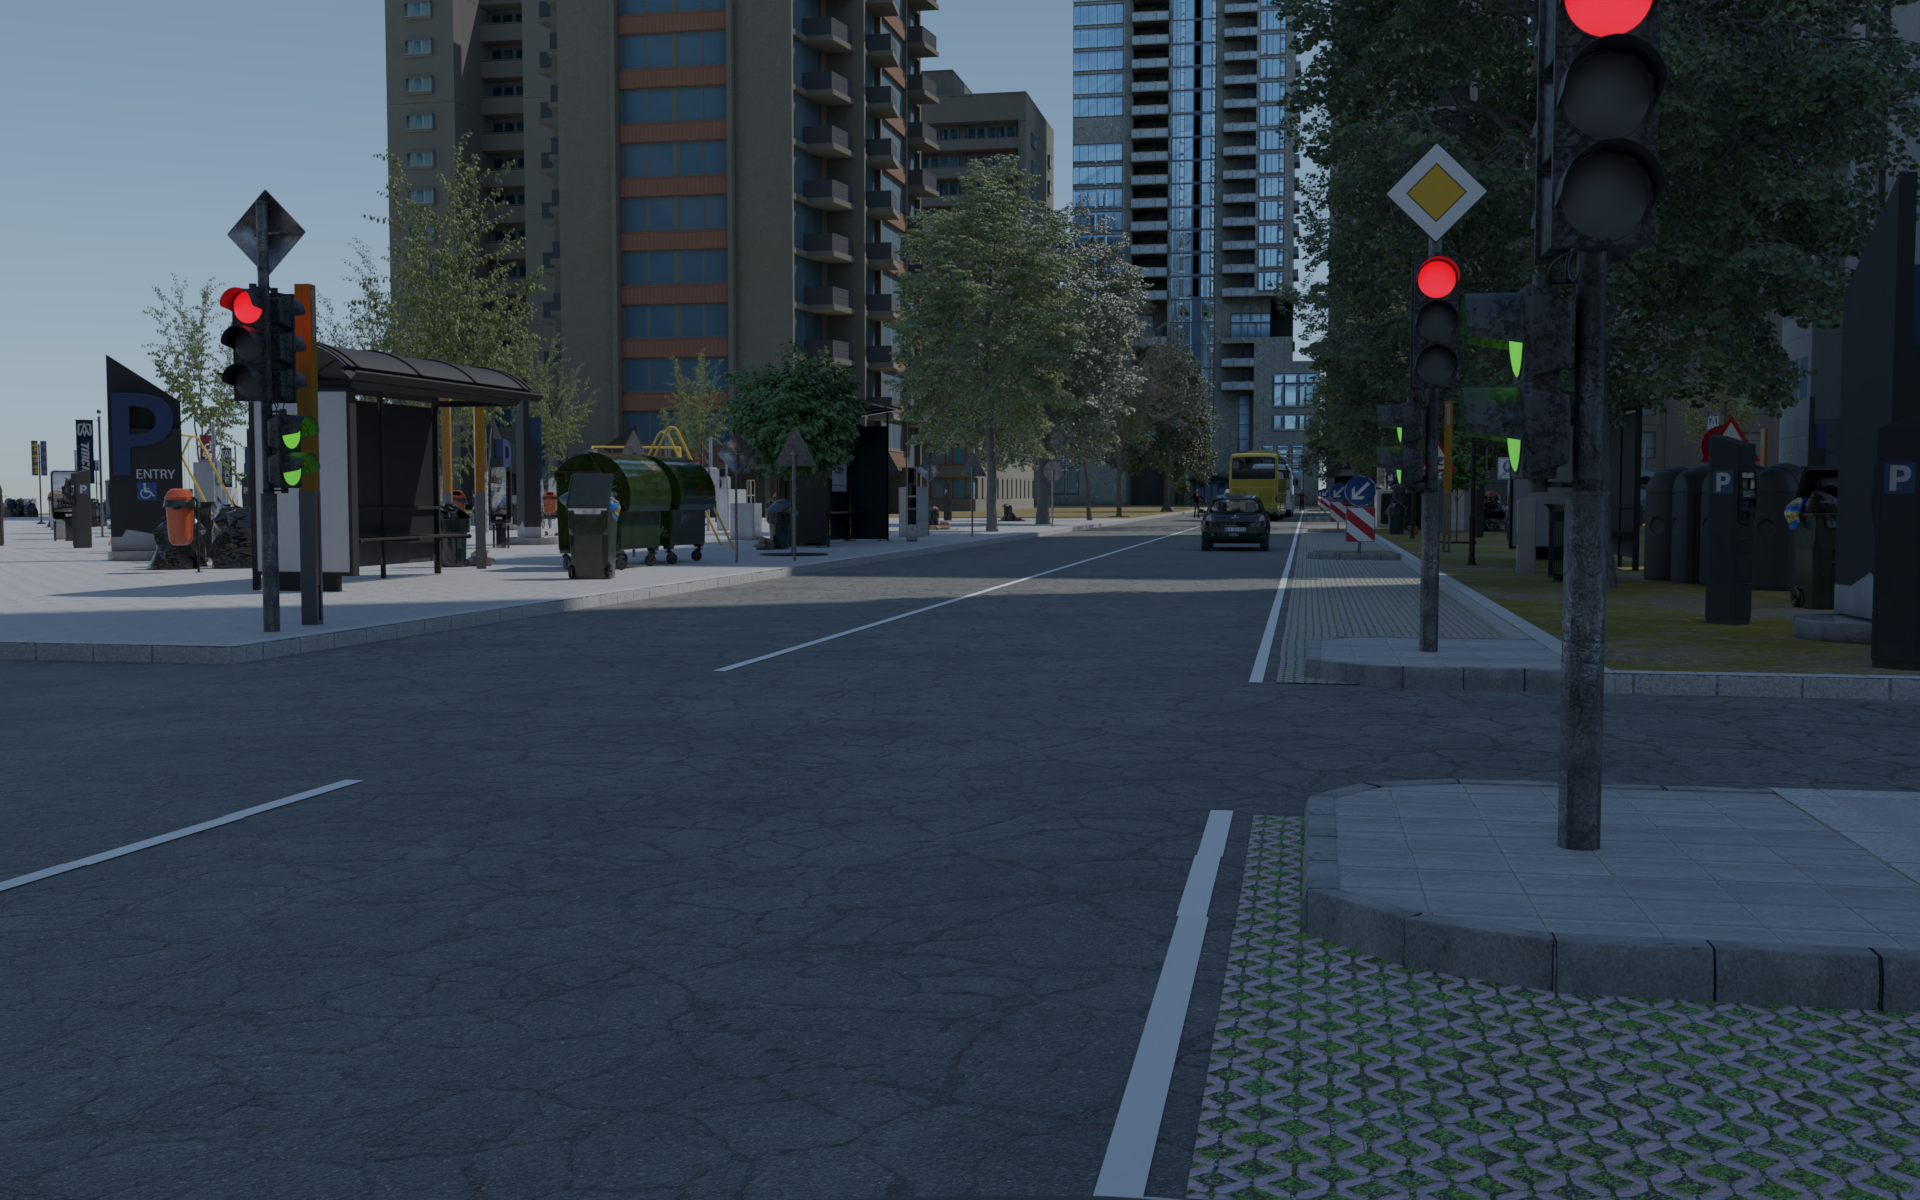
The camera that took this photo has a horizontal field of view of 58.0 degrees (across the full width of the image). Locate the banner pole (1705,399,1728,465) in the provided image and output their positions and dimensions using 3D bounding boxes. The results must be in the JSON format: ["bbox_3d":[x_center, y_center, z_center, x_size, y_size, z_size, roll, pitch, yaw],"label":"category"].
[{"bbox_3d":[20.123,-3.428,46.066,0.401,3.779,0.863,-1,4,-23],"label":"banner pole"}]

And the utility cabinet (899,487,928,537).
[{"bbox_3d":[-1.403,-2.641,51.864,0.318,1.500,1.173,2,4,31],"label":"utility cabinet"}]

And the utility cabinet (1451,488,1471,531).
[{"bbox_3d":[17.094,-3.116,59.620,0.318,1.500,1.173,-1,4,-22],"label":"utility cabinet"}]

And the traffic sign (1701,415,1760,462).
[{"bbox_3d":[12.720,-1.752,28.644,0.884,2.594,0.081,1,4,20],"label":"traffic sign"}]

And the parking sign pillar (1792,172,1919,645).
[{"bbox_3d":[8.161,-1.635,15.204,1.447,3.967,1.447,1,4,9],"label":"parking sign pillar"}]

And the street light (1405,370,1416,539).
[{"bbox_3d":[13.024,-4.704,49.700,0.468,5.910,1.993,1,4,11],"label":"street light"}]

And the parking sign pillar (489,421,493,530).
[{"bbox_3d":[-16.313,-4.469,61.545,1.447,3.967,1.447,0,4,1],"label":"parking sign pillar"}]

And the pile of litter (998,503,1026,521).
[{"bbox_3d":[2.428,-4.152,81.856,1.176,0.858,1.719,-1,4,-22],"label":"pile of litter"}]

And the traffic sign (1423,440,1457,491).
[{"bbox_3d":[11.419,-2.535,41.456,0.884,2.594,0.081,1,4,19],"label":"traffic sign"}]

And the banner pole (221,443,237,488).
[{"bbox_3d":[-34.664,-5.646,82.330,0.863,3.779,0.401,-1,4,-11],"label":"banner pole"}]

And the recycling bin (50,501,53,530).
[{"bbox_3d":[-32.215,-3.043,62.300,0.722,1.027,0.722,0,4,-3],"label":"recycling bin"}]

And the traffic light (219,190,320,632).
[{"bbox_3d":[-6.407,-1.659,16.043,0.839,4.253,0.868,1,4,11],"label":"traffic light"}]

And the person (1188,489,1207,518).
[{"bbox_3d":[14.001,-5.678,102.164,1.217,1.723,0.721,-1,4,-15],"label":"person"}]

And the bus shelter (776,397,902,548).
[{"bbox_3d":[-3.025,-3.254,44.479,1.731,3.624,6.357,1,4,11],"label":"bus shelter"}]

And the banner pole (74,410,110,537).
[{"bbox_3d":[-25.694,-3.746,51.266,0.863,3.779,0.401,-2,4,-25],"label":"banner pole"}]

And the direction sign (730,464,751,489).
[{"bbox_3d":[-8.586,-4.630,67.693,0.876,3.537,0.379,-2,4,-33],"label":"direction sign"}]

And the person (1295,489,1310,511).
[{"bbox_3d":[29.543,-8.634,149.628,1.348,1.831,0.705,1,4,10],"label":"person"}]

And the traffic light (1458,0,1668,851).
[{"bbox_3d":[2.233,-1.056,6.187,0.839,4.253,0.868,1,4,11],"label":"traffic light"}]

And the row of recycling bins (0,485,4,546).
[{"bbox_3d":[-24.795,-2.247,43.849,1.069,1.692,3.534,-2,4,-29],"label":"row of recycling bins"}]

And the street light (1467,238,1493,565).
[{"bbox_3d":[9.248,-3.568,31.120,0.468,5.910,1.993,1,4,11],"label":"street light"}]

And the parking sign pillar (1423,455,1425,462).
[{"bbox_3d":[22.967,-5.925,85.339,1.447,3.967,1.447,1,4,15],"label":"parking sign pillar"}]

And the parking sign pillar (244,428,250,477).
[{"bbox_3d":[-28.567,-5.037,70.828,1.447,3.967,1.447,0,4,8],"label":"parking sign pillar"}]

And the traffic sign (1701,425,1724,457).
[{"bbox_3d":[14.099,-1.954,32.056,0.768,2.556,0.104,1,4,21],"label":"traffic sign"}]

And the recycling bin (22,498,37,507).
[{"bbox_3d":[-53.181,-5.272,98.743,0.722,1.027,0.722,1,4,18],"label":"recycling bin"}]

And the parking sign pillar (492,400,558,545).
[{"bbox_3d":[-10.971,-3.396,44.003,1.447,3.967,1.447,-1,4,-23],"label":"parking sign pillar"}]

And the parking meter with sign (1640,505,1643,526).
[{"bbox_3d":[26.631,-4.498,69.806,1.738,3.016,0.543,3,5,42],"label":"parking meter with sign"}]

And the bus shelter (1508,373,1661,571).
[{"bbox_3d":[11.052,-2.288,31.333,2.014,3.302,5.546,1,4,11],"label":"bus shelter"}]

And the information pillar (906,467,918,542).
[{"bbox_3d":[-1.295,-2.583,46.719,0.304,2.012,0.304,0,4,-3],"label":"information pillar"}]

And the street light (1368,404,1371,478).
[{"bbox_3d":[20.525,-6.975,86.837,0.468,5.910,1.993,1,4,11],"label":"street light"}]

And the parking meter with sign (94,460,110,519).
[{"bbox_3d":[-43.497,-5.671,88.989,1.738,3.016,0.543,0,4,-6],"label":"parking meter with sign"}]

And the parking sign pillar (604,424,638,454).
[{"bbox_3d":[-12.967,-4.769,66.440,1.447,3.967,1.447,0,4,-2],"label":"parking sign pillar"}]

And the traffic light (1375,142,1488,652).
[{"bbox_3d":[3.805,-1.535,14.017,0.839,4.253,0.868,1,4,11],"label":"traffic light"}]

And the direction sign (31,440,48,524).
[{"bbox_3d":[-39.077,-4.989,73.569,0.379,3.537,0.876,1,4,12],"label":"direction sign"}]

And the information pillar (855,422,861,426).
[{"bbox_3d":[-3.009,-3.547,49.353,0.504,3.616,0.183,-1,4,-14],"label":"information pillar"}]

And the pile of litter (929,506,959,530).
[{"bbox_3d":[-0.841,-2.963,62.405,1.719,0.858,1.176,0,4,-3],"label":"pile of litter"}]

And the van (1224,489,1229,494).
[{"bbox_3d":[23.657,-8.774,150.463,2.013,2.044,4.112,1,4,10],"label":"van"}]

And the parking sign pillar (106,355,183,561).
[{"bbox_3d":[-15.821,-2.763,33.649,1.447,3.967,1.447,-2,4,-25],"label":"parking sign pillar"}]

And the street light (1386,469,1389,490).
[{"bbox_3d":[16.842,-5.837,68.229,0.468,5.910,1.993,1,4,11],"label":"street light"}]

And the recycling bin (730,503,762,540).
[{"bbox_3d":[-5.991,-2.198,48.497,0.722,1.027,0.722,1,4,11],"label":"recycling bin"}]

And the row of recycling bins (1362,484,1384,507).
[{"bbox_3d":[18.687,-3.971,72.036,3.534,1.692,1.069,2,4,30],"label":"row of recycling bins"}]

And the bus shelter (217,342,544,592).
[{"bbox_3d":[-8.194,-1.917,25.262,2.014,3.302,5.546,1,4,11],"label":"bus shelter"}]

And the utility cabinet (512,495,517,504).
[{"bbox_3d":[-23.970,-4.980,92.583,0.306,1.237,1.020,-2,4,-30],"label":"utility cabinet"}]

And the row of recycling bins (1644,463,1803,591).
[{"bbox_3d":[10.809,-1.064,24.506,1.069,1.692,3.534,0,4,-6],"label":"row of recycling bins"}]

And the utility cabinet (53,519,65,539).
[{"bbox_3d":[-25.556,-2.491,49.402,0.318,1.500,1.173,-1,4,-14],"label":"utility cabinet"}]

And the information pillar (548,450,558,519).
[{"bbox_3d":[-20.668,-5.910,87.983,0.504,3.616,0.183,0,4,2],"label":"information pillar"}]

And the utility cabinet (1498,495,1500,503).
[{"bbox_3d":[23.579,-4.051,77.402,1.020,1.237,0.306,0,4,7],"label":"utility cabinet"}]

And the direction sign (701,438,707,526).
[{"bbox_3d":[-10.490,-4.813,70.686,0.379,3.537,0.876,0,4,-2],"label":"direction sign"}]

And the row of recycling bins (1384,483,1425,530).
[{"bbox_3d":[16.781,-3.451,63.545,1.069,1.692,3.534,2,4,33],"label":"row of recycling bins"}]

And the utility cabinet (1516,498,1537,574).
[{"bbox_3d":[9.272,-1.053,28.384,0.306,1.237,1.020,1,4,17],"label":"utility cabinet"}]

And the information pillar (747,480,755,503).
[{"bbox_3d":[-10.912,-5.254,90.397,0.304,2.012,0.304,3,4,36],"label":"information pillar"}]
